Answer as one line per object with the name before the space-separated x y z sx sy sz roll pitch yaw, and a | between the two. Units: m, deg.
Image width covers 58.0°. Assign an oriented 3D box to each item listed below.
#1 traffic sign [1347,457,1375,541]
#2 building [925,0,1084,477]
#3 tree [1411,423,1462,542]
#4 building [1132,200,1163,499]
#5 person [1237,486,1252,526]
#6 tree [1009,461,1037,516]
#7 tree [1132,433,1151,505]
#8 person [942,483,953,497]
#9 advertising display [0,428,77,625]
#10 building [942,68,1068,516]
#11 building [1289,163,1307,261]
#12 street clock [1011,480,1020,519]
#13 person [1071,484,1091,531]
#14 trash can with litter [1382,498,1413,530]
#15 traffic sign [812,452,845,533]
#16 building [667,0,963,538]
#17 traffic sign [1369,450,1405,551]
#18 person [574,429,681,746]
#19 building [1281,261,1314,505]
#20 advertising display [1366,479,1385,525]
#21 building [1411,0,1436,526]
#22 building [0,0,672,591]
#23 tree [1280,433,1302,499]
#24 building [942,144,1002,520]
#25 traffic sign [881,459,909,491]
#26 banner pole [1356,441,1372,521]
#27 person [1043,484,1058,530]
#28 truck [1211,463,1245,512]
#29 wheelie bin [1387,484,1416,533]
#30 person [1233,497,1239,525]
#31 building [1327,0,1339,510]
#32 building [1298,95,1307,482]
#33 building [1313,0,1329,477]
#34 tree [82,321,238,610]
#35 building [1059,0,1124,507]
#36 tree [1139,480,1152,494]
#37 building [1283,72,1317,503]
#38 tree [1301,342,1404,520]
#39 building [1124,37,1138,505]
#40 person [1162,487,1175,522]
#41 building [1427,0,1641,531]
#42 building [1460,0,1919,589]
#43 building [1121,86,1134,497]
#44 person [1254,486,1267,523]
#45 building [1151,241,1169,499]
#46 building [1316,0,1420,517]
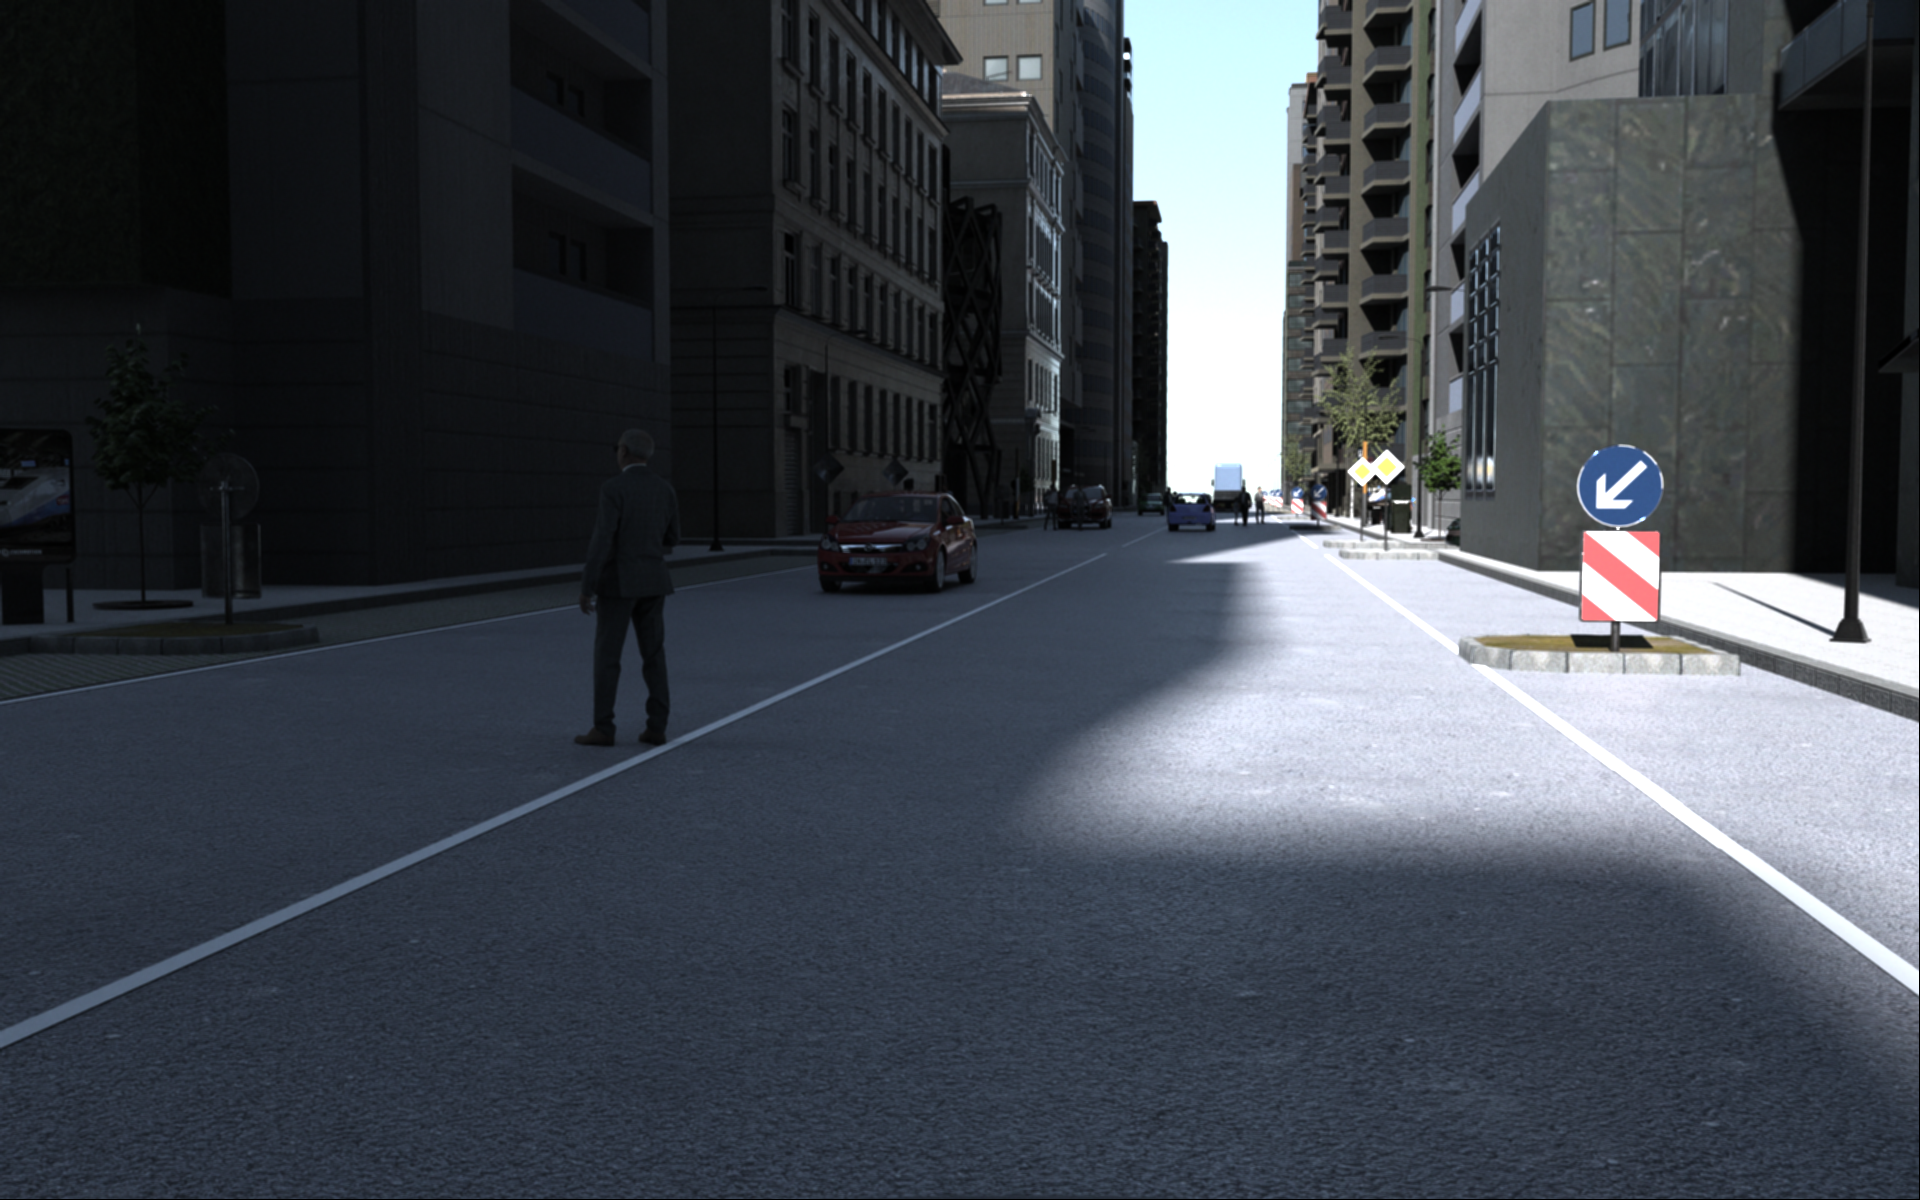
traffic sign | 10.881 -2.645 46.890 0.795 2.450 0.064 1 4 9
building | -4.457 -33.642 139.284 28.713 52.752 27.495 1 4 9
tree | 13.060 -3.207 47.035 1.663 3.219 1.824 0 3 0
building | 17.975 -36.578 252.680 22.147 44.769 28.867 1 4 9
person | 12.892 -4.262 78.582 0.661 1.777 0.834 1 4 17
tree | 3.599 -6.495 100.801 1.663 3.219 1.824 0 3 0
tree | 20.201 -15.250 199.699 4.360 8.622 3.978 0 3 0
person | -0.461 -3.075 58.866 0.778 1.811 0.616 -2 4 -24
advertising display | -9.253 -0.724 17.044 0.974 1.923 0.123 -2 4 -33
building | -0.649 -19.962 112.285 13.634 28.700 20.117 1 4 9
building | 50.424 -35.335 227.843 14.600 45.320 14.200 1 4 9
street clock | 2.838 -5.142 88.635 0.358 2.002 0.471 -3 5 -42
person | 4.751 -3.635 68.054 0.709 1.813 0.853 -1 4 -22
trash can with litter | 15.306 -3.004 60.508 1.055 1.170 0.624 2 4 32
traffic sign | -3.126 -2.291 41.094 0.795 2.450 0.064 1 4 9
building | -10.218 -14.147 64.585 16.112 22.955 30.059 1 4 9
traffic sign | 9.597 -2.163 39.008 0.795 2.450 0.064 1 4 9
person | -1.938 -0.079 9.968 0.590 1.801 0.661 3 5 40
building | 47.352 -27.055 214.044 14.160 30.474 14.107 1 4 9
advertising display | 17.474 -4.127 72.691 0.974 1.923 0.123 -1 4 -19
building | 26.359 -18.446 73.297 14.160 30.474 14.107 1 4 9
building | -20.684 -30.032 33.023 28.212 58.520 21.231 1 4 9
tree | 39.443 -15.478 203.434 4.737 8.622 4.395 0 3 0
building | -6.461 -13.533 88.713 16.820 18.784 16.811 1 4 9
traffic sign | -1.842 -2.773 48.975 0.795 2.450 0.064 1 4 9
banner pole | 19.116 -5.604 81.637 0.863 3.779 0.401 0 3 0
person | 3.591 -3.680 68.777 0.679 1.850 0.850 -2 4 -28
truck | 22.604 -9.550 145.906 2.967 4.110 18.799 1 4 9
wheelie bin | 14.370 -2.976 56.570 0.980 1.594 0.693 1 4 12
person | 12.768 -4.106 79.912 0.394 1.301 0.425 -2 4 -35
building | 35.100 -29.421 131.137 14.600 45.320 14.200 1 4 9
building | 46.591 -32.064 178.868 22.147 44.769 28.867 1 4 9
building | 45.069 -34.320 150.374 28.713 52.752 27.495 1 4 9
tree | -9.230 -1.517 19.409 1.663 3.219 1.824 0 3 0
building | 4.244 -38.222 166.925 21.231 58.520 28.212 1 4 9
tree | 22.733 -13.334 212.618 1.663 3.219 1.824 0 3 0
building | 57.174 -43.168 247.789 21.231 58.520 28.212 1 4 9
tree | 19.405 -8.200 84.435 4.737 8.622 4.395 0 3 0
building | 12.108 -55.604 221.797 22.319 86.520 31.000 1 4 9
person | 10.429 -4.746 86.439 0.623 1.781 0.721 -3 5 -43
building | 29.936 -31.193 52.006 28.212 58.520 21.231 1 4 9
building | 19.810 -43.226 19.415 22.319 86.520 31.000 1 4 9
building | 11.377 -32.904 188.092 14.600 45.320 14.200 1 4 9
person | 14.669 -4.632 84.437 0.606 1.804 0.583 -3 5 -43
building | 25.468 -36.093 273.719 14.154 41.232 14.086 1 4 9
building | 32.308 -27.345 101.715 22.147 44.769 28.867 1 4 9
